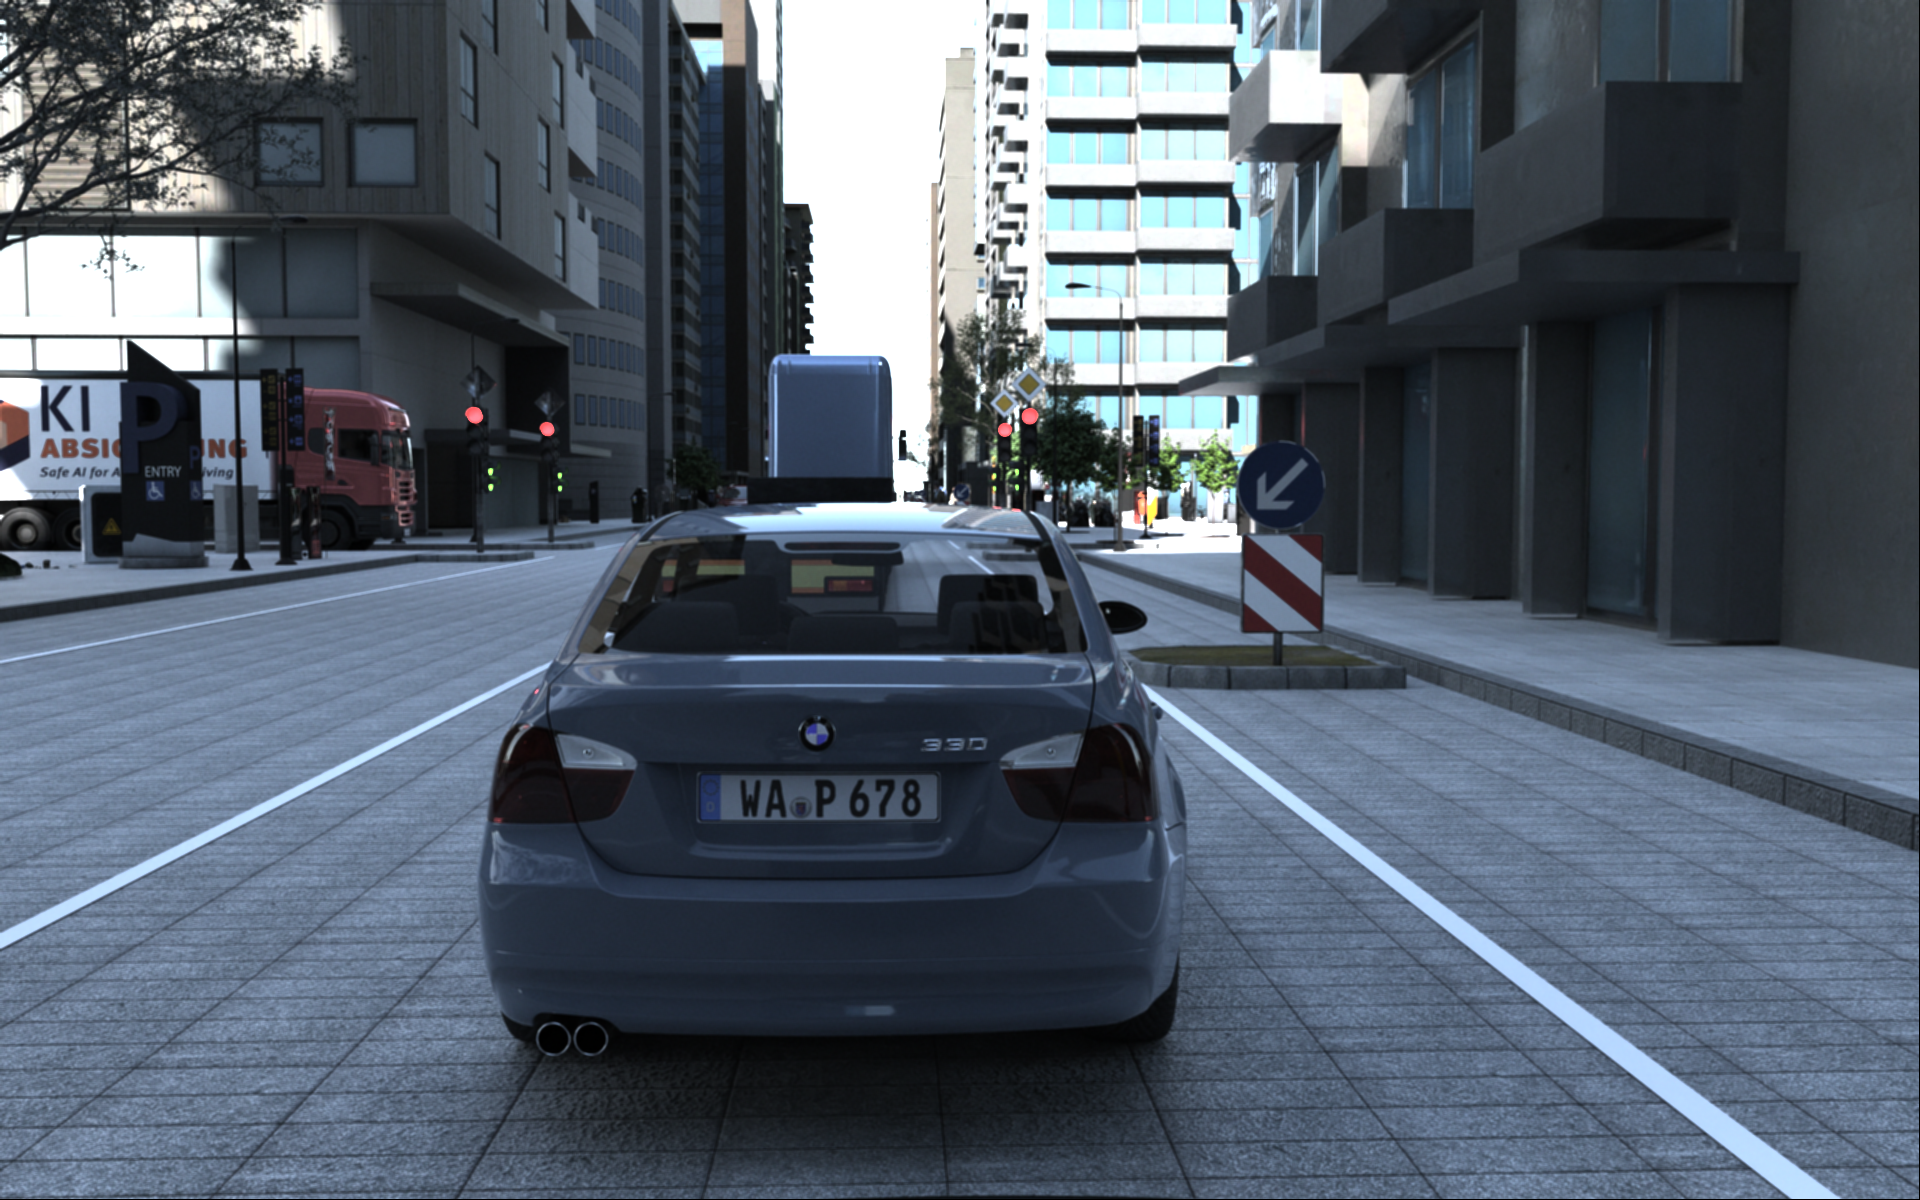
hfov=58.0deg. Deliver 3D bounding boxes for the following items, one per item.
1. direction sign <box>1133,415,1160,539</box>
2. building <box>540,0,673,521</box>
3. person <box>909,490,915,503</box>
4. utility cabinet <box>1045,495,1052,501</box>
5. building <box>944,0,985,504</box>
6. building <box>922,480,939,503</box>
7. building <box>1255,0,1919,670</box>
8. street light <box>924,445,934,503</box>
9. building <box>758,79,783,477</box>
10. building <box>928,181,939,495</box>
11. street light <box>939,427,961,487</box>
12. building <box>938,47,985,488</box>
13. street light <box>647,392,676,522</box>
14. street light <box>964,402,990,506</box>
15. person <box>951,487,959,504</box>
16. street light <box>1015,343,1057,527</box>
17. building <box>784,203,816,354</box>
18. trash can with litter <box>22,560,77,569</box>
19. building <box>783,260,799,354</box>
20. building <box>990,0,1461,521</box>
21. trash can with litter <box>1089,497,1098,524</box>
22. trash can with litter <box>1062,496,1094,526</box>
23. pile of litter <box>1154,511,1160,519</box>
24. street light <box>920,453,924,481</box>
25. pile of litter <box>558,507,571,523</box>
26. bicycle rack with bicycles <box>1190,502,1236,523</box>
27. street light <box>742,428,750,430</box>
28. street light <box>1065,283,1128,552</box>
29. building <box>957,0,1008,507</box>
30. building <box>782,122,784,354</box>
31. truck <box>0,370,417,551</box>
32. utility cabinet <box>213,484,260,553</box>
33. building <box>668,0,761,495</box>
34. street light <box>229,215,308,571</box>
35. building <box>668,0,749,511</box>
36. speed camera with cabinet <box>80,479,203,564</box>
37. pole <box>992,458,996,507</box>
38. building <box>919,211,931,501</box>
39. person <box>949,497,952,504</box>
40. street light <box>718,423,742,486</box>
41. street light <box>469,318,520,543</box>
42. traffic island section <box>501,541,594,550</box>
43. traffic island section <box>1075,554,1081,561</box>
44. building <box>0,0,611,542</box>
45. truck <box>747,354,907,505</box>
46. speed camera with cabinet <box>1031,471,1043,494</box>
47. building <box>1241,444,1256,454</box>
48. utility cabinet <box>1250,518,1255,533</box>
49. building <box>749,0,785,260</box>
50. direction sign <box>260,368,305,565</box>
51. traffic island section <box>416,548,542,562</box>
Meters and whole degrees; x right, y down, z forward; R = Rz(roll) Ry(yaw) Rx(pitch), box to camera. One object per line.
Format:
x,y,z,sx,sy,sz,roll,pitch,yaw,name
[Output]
5.352,-3.538,49.844,0.876,3.537,0.379,3,4,38,direction sign
-27.903,-33.673,92.550,21.231,58.520,28.212,0,4,-2,building
-3.373,-6.853,121.542,0.512,1.701,0.522,0,4,0,person
4.078,-4.586,86.147,1.020,1.237,0.306,-2,4,-33,utility cabinet
10.159,-51.715,158.213,22.319,86.520,31.000,0,4,-2,building
11.327,-32.485,223.017,32.217,40.220,23.993,0,4,-2,building
16.109,-24.593,21.710,23.786,49.044,30.456,0,4,-2,building
-2.359,-11.652,163.058,1.470,5.913,1.316,0,4,-2,street light
-24.820,-29.482,165.633,14.154,41.232,14.086,0,4,-2,building
2.636,-36.191,241.837,14.600,45.320,14.200,0,4,-2,building
-0.500,-9.060,120.677,1.470,5.913,1.316,0,4,-2,street light
8.650,-34.366,185.583,21.300,48.544,21.600,0,4,-2,building
-13.683,-6.528,79.276,1.470,5.913,1.316,0,4,-2,street light
0.917,-7.008,87.123,1.470,5.913,1.316,0,4,-2,street light
-0.233,-4.602,84.290,0.362,1.759,0.519,2,4,27,person
2.386,-4.943,53.361,1.470,5.913,1.316,0,4,-2,street light
-32.468,-36.578,252.681,22.147,44.769,28.867,0,4,-2,building
-16.341,-1.131,29.544,2.233,1.210,1.678,-2,4,-24,trash can with litter
-26.952,-26.886,211.292,14.160,30.474,14.107,0,4,-2,building
13.395,-29.681,104.886,23.786,49.044,30.456,0,4,-2,building
6.033,-3.822,73.881,1.055,1.170,0.624,0,4,-1,trash can with litter
4.986,-3.649,70.718,1.678,1.210,2.233,0,4,3,trash can with litter
9.598,-4.543,88.235,1.719,0.858,1.176,-3,4,-37,pile of litter
-3.734,-13.723,196.913,1.470,5.913,1.316,0,4,-2,street light
-17.895,-3.879,77.380,1.176,0.858,1.719,2,4,27,pile of litter
12.039,-3.877,76.764,2.852,0.926,2.925,-3,5,-41,bicycle rack with bicycles
-15.538,-9.164,122.365,1.470,5.913,1.316,0,4,-2,street light
3.008,-4.020,38.262,1.470,5.913,1.316,0,4,-2,street light
10.476,-42.479,132.782,20.563,71.187,20.611,0,4,-2,building
-25.723,-30.341,179.666,14.154,41.232,14.086,0,4,-2,building
-17.978,-3.151,40.433,11.283,4.237,2.839,0,4,-4,truck
-15.798,-1.785,37.859,0.318,1.500,1.173,1,4,12,utility cabinet
-24.980,-30.658,151.372,14.600,45.320,14.200,0,4,-2,building
-11.552,-3.452,28.980,1.470,5.913,1.316,0,4,-2,street light
-32.828,-26.926,132.121,32.217,40.220,23.993,0,4,-2,building
-15.320,-2.329,32.415,2.038,3.252,0.660,-2,4,-32,speed camera with cabinet
1.819,-6.040,92.589,0.158,3.312,0.155,0,3,0,pole
5.708,-39.461,264.798,23.786,49.044,30.456,0,4,-2,building
-0.472,-4.642,88.652,0.590,1.304,0.306,-3,5,-43,person
-15.130,-8.563,112.548,1.470,5.913,1.316,0,4,-2,street light
-12.277,-4.474,45.699,1.470,5.913,1.316,0,4,-2,street light
-10.831,-1.439,45.806,2.009,0.180,2.903,0,4,-2,traffic island section
1.536,-0.981,38.327,2.009,0.180,2.903,0,4,-2,traffic island section
-27.373,-28.605,56.930,28.713,52.752,27.495,0,4,-2,building
-2.323,-2.316,27.627,2.967,4.110,18.799,0,4,-2,truck
2.896,-4.421,66.617,0.660,3.252,2.038,0,4,5,speed camera with cabinet
24.622,-24.650,57.654,28.867,44.769,22.147,0,4,-2,building
9.347,-2.744,56.029,0.306,1.237,1.020,2,4,25,utility cabinet
-31.328,-48.254,227.208,20.563,71.187,20.611,0,4,-2,building
-12.237,-2.407,31.346,0.876,3.537,0.379,1,4,15,direction sign
-10.495,-0.951,37.828,2.009,0.180,2.903,0,4,-2,traffic island section
